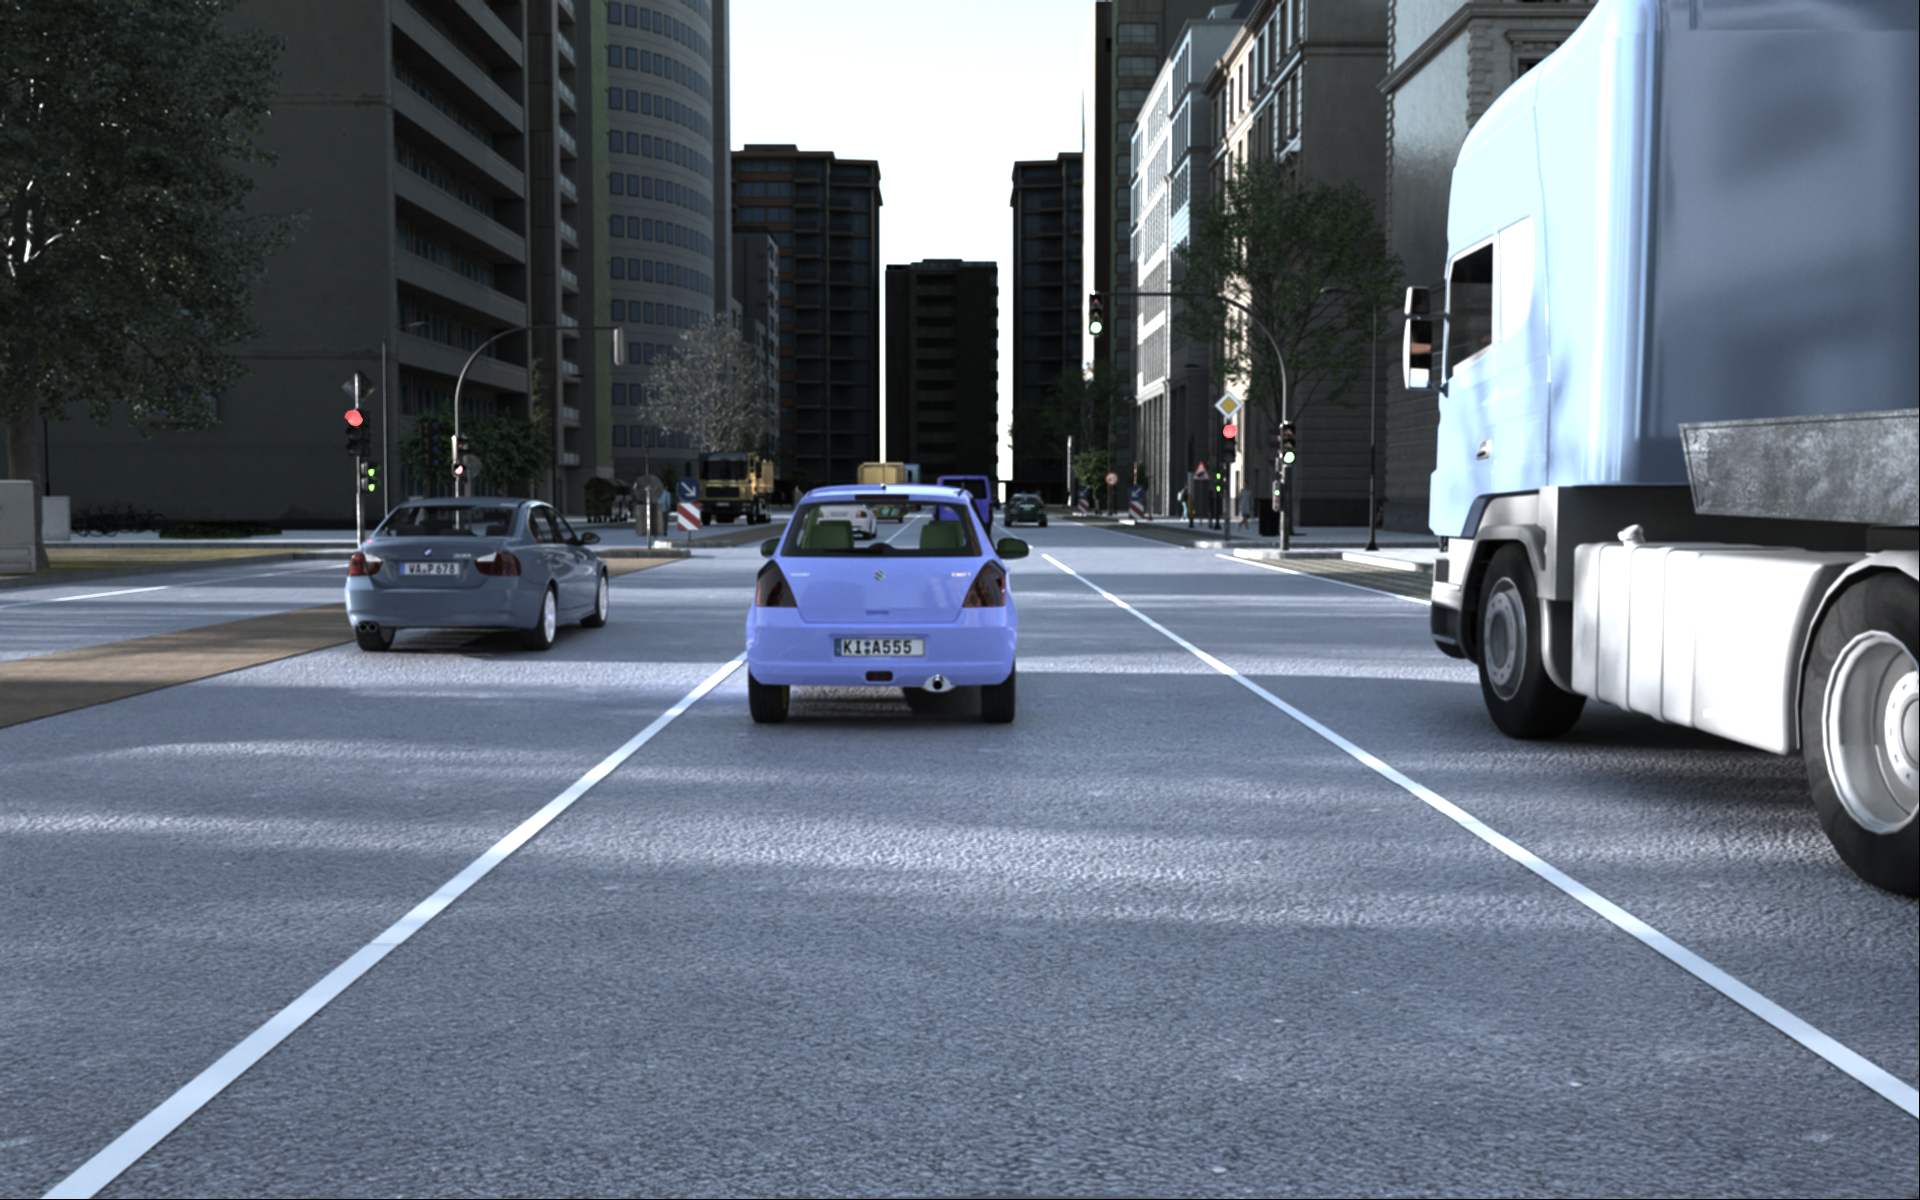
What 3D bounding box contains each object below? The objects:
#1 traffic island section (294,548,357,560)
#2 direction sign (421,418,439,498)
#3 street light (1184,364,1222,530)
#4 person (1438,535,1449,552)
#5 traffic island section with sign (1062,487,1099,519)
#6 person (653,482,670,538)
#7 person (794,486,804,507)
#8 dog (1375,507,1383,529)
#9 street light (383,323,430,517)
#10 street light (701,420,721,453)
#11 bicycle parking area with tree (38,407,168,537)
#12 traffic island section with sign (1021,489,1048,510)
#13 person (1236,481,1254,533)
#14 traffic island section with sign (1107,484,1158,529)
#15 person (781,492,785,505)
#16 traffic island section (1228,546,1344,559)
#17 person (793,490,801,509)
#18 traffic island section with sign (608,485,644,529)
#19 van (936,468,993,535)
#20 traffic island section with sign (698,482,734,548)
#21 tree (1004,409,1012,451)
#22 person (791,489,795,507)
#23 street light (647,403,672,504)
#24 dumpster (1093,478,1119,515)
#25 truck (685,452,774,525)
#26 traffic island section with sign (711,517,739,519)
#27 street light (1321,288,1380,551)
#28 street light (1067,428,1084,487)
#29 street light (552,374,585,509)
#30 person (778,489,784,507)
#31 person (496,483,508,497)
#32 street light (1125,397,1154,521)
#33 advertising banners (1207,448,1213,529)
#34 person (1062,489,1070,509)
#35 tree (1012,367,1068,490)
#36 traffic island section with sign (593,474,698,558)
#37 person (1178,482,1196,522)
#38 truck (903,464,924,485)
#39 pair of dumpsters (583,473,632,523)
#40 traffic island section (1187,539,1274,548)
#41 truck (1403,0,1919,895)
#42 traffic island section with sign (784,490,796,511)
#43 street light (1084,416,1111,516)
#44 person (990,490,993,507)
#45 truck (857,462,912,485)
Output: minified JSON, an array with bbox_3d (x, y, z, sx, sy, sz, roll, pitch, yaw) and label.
[{"bbox_3d":[-13.556,-1.035,39.200,2.009,0.180,2.903,0,4,0],"label":"traffic island section"},{"bbox_3d":[-15.854,-3.662,51.874,0.379,3.537,0.876,1,4,14],"label":"direction sign"},{"bbox_3d":[8.708,-5.473,62.029,1.470,5.913,1.316,0,4,0],"label":"street light"},{"bbox_3d":[10.754,-1.942,38.216,0.576,1.772,0.534,0,4,-2],"label":"person"},{"bbox_3d":[6.918,-5.566,99.636,1.989,1.847,2.006,0,4,0],"label":"traffic island section with sign"},{"bbox_3d":[-9.682,-2.911,56.120,0.660,1.820,0.620,1,4,18],"label":"person"},{"bbox_3d":[-8.051,-4.833,87.371,0.795,1.843,0.661,2,4,29],"label":"person"},{"bbox_3d":[15.325,-2.971,62.963,0.513,0.831,0.800,3,4,38],"label":"dog"},{"bbox_3d":[-15.036,-4.556,47.025,1.470,5.913,1.316,0,4,0],"label":"street light"},{"bbox_3d":[-15.572,-8.294,108.151,1.470,5.913,1.316,0,4,0],"label":"street light"},{"bbox_3d":[-29.617,-4.142,54.719,9.016,4.147,8.231,0,4,4],"label":"bicycle parking area with tree"},{"bbox_3d":[6.540,-8.591,149.093,1.989,1.847,2.006,0,4,0],"label":"traffic island section with sign"},{"bbox_3d":[9.497,-3.122,57.836,0.466,1.731,0.760,-3,5,-41],"label":"person"},{"bbox_3d":[7.134,-3.872,71.939,1.989,1.847,2.006,0,4,0],"label":"traffic island section with sign"},{"bbox_3d":[-20.919,-11.868,204.006,0.593,1.643,0.415,-1,4,-14],"label":"person"},{"bbox_3d":[7.385,-1.044,39.356,2.009,0.180,2.903,0,4,0],"label":"traffic island section"},{"bbox_3d":[-8.700,-5.169,93.370,0.532,1.782,0.716,2,4,29],"label":"person"},{"bbox_3d":[-13.478,-3.885,72.142,1.989,1.847,2.006,0,4,0],"label":"traffic island section with sign"},{"bbox_3d":[0.042,-3.400,59.980,2.240,2.365,5.245,0,4,-2],"label":"van"},{"bbox_3d":[-7.240,-2.370,46.890,2.006,1.907,1.989,0,4,0],"label":"traffic island section with sign"},{"bbox_3d":[8.316,-15.982,187.057,9.928,11.665,9.643,0,3,0],"label":"tree"},{"bbox_3d":[-16.706,-10.245,173.995,0.568,1.767,0.683,-2,4,-35],"label":"person"},{"bbox_3d":[-15.386,-7.083,88.348,1.470,5.913,1.316,0,4,0],"label":"street light"},{"bbox_3d":[8.965,-6.347,106.274,1.502,2.255,1.985,0,4,0],"label":"dumpster"},{"bbox_3d":[-10.710,-5.291,82.430,3.469,3.379,9.791,0,4,1],"label":"truck"},{"bbox_3d":[-13.693,-5.533,99.096,1.989,1.847,2.006,0,4,0],"label":"traffic island section with sign"},{"bbox_3d":[8.816,-4.073,39.135,1.470,5.913,1.316,0,4,0],"label":"street light"},{"bbox_3d":[8.223,-9.165,122.383,1.470,5.913,1.316,0,4,0],"label":"street light"},{"bbox_3d":[-15.226,-5.791,67.219,1.470,5.913,1.316,0,4,0],"label":"street light"},{"bbox_3d":[-17.864,-10.181,173.029,0.721,1.766,1.217,-2,4,-28],"label":"person"},{"bbox_3d":[-19.411,-4.106,73.526,0.532,1.782,0.716,-1,4,-8],"label":"person"},{"bbox_3d":[8.566,-6.748,82.867,1.470,5.913,1.316,0,4,0],"label":"street light"},{"bbox_3d":[9.361,-4.199,64.843,0.090,3.025,2.074,0,4,4],"label":"advertising banners"},{"bbox_3d":[9.287,-8.881,151.695,0.683,1.767,0.568,-1,4,-8],"label":"person"},{"bbox_3d":[9.570,-12.540,130.778,9.928,11.665,9.643,0,3,0],"label":"tree"},{"bbox_3d":[-7.193,-1.917,39.483,2.006,1.907,1.989,0,4,0],"label":"traffic island section with sign"},{"bbox_3d":[10.535,-4.542,80.289,0.794,1.824,0.713,-3,4,-38],"label":"person"},{"bbox_3d":[-4.679,-9.742,149.041,2.967,4.110,18.799,0,4,0],"label":"truck"},{"bbox_3d":[-15.938,-4.638,78.320,1.574,2.255,4.437,0,4,0],"label":"pair of dumpsters"},{"bbox_3d":[7.323,-1.533,47.341,2.009,0.180,2.903,0,4,0],"label":"traffic island section"},{"bbox_3d":[4.535,-0.813,3.052,2.967,4.110,18.799,0,4,-1],"label":"truck"},{"bbox_3d":[-14.076,-8.582,148.943,1.989,1.847,2.006,0,4,0],"label":"traffic island section with sign"},{"bbox_3d":[8.308,-7.956,102.624,1.470,5.913,1.316,0,4,0],"label":"street light"},{"bbox_3d":[1.580,-5.338,95.965,0.537,1.800,0.526,2,4,33],"label":"person"},{"bbox_3d":[-4.694,-6.675,105.056,3.469,3.379,9.791,0,4,-1],"label":"truck"}]
